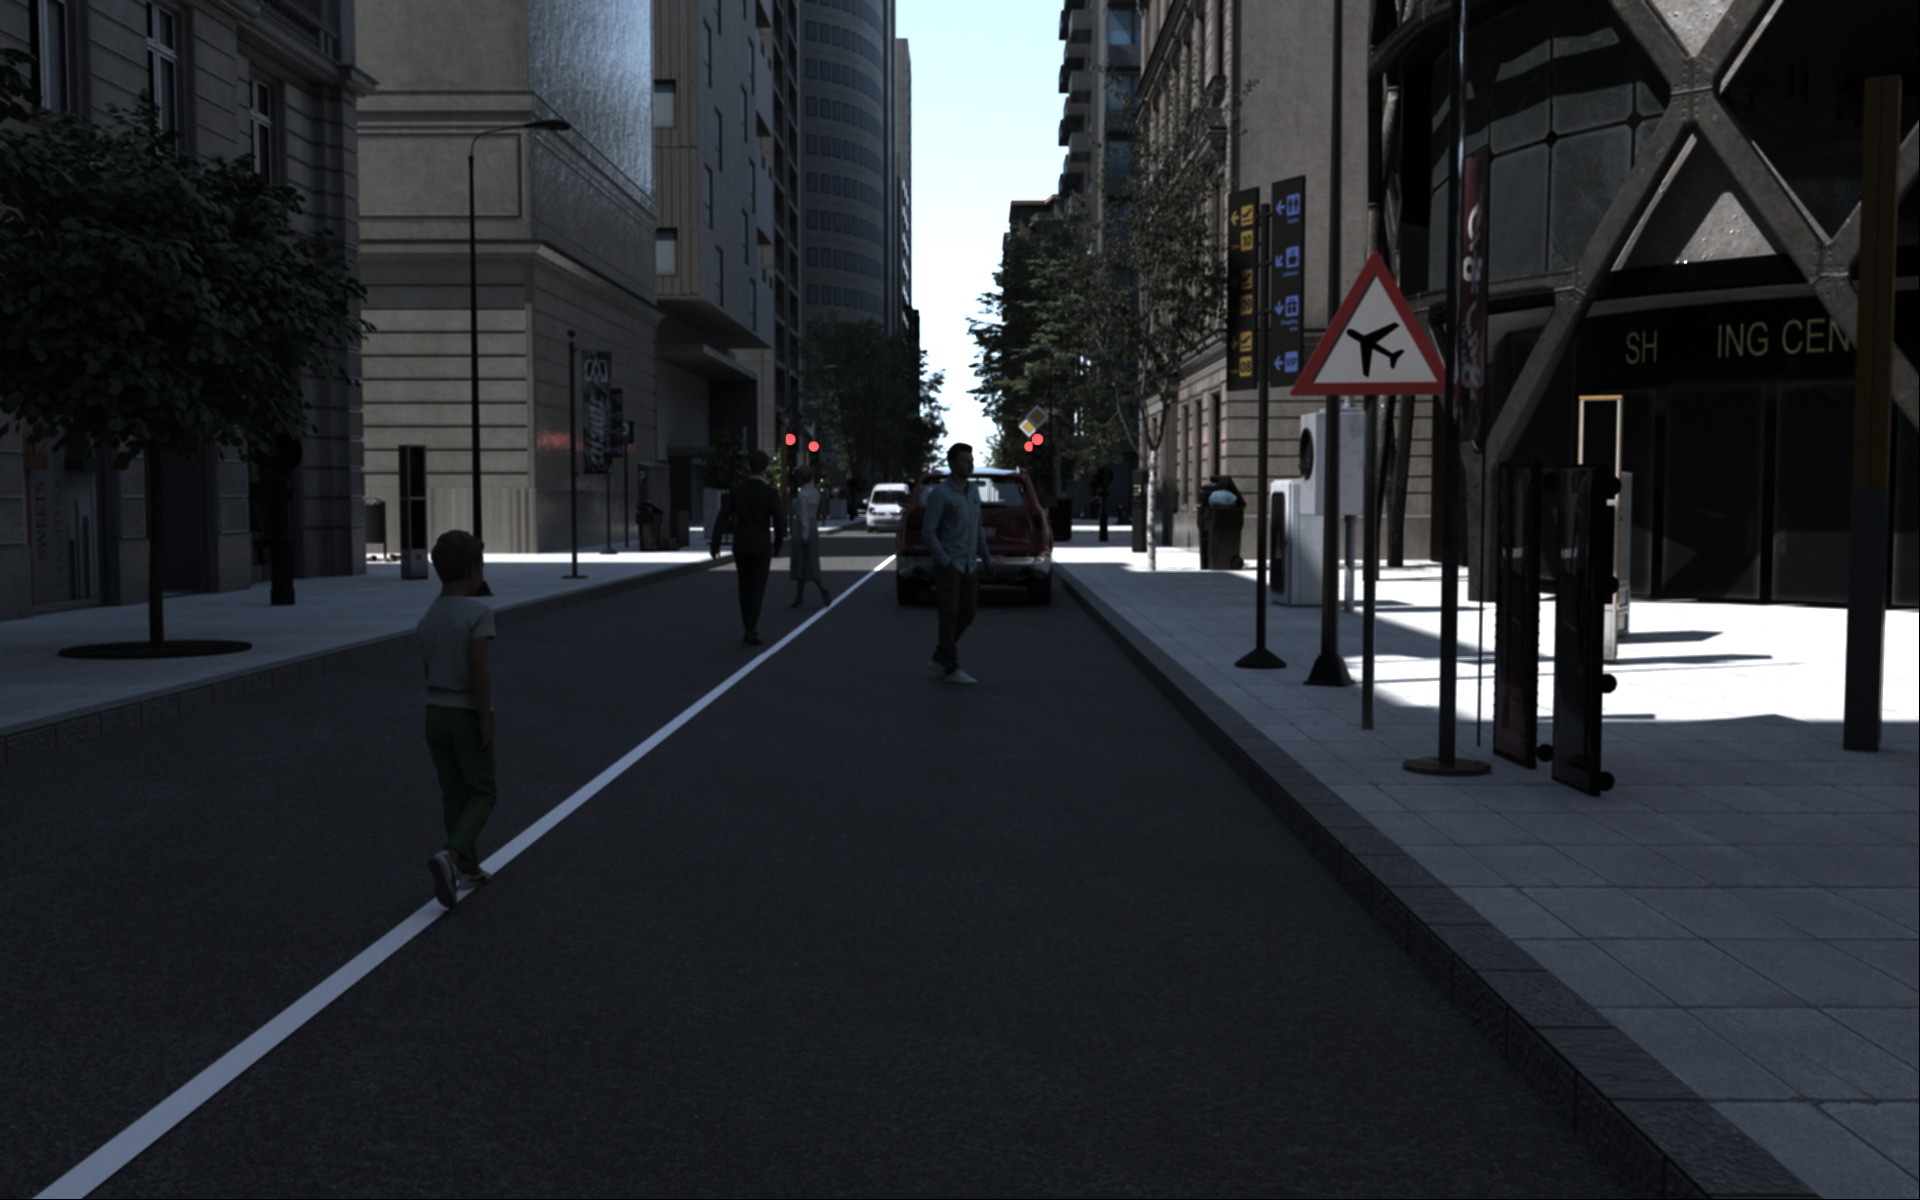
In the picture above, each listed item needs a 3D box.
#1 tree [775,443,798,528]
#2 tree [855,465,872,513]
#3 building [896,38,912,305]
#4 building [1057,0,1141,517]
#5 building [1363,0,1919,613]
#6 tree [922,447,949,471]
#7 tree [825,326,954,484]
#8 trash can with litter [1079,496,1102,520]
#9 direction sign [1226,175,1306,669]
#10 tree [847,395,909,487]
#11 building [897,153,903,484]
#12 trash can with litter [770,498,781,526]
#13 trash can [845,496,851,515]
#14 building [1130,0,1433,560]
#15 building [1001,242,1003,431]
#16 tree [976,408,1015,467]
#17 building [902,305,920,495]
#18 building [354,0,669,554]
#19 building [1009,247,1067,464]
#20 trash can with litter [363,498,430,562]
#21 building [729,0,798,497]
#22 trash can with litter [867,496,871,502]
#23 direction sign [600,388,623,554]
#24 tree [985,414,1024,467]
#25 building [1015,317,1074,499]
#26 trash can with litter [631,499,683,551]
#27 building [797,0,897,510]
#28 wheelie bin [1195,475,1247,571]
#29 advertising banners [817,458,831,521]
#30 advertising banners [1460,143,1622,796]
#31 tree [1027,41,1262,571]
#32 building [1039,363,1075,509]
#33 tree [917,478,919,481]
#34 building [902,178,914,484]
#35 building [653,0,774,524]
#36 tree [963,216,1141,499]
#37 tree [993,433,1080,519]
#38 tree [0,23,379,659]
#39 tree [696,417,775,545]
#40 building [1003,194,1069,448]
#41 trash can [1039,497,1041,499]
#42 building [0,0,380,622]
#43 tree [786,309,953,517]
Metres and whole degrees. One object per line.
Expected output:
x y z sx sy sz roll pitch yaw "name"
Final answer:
-6.891 -4.343 65.605 1.663 3.219 1.824 0 3 0 "tree"
-6.782 -7.508 117.358 1.663 3.219 1.824 0 3 0 "tree"
-15.852 -51.320 277.337 20.563 71.187 20.611 0 4 0 "building"
17.587 -29.846 107.590 23.786 49.044 30.456 0 4 0 "building"
14.053 -9.578 24.055 16.820 18.784 16.811 0 4 0 "building"
-4.980 -22.158 296.686 8.767 10.594 7.601 -2 4 -24 "tree"
-5.592 -13.695 130.566 9.857 13.997 8.962 0 3 0 "tree"
6.530 -4.613 86.804 1.055 1.170 0.624 -1 4 -12 "trash can with litter"
2.237 -1.271 12.781 0.379 3.537 0.876 -2 4 -28 "direction sign"
-5.785 -10.518 122.334 4.737 8.622 4.395 0 3 0 "tree"
-13.983 -31.690 201.722 14.154 41.232 14.086 0 4 0 "building"
-7.462 -3.515 68.525 1.678 1.210 2.233 1 4 16 "trash can with litter"
-7.018 -5.737 105.453 0.748 1.137 0.748 0 3 0 "trash can"
9.834 -10.854 42.096 10.561 19.102 19.286 0 4 0 "building"
17.787 -38.366 281.906 22.147 44.769 28.867 0 4 0 "building"
3.634 -11.758 142.610 4.737 8.622 4.395 0 3 0 "tree"
-13.206 -29.900 260.567 14.160 30.474 14.107 0 4 0 "building"
-23.272 -12.886 43.962 30.059 22.955 16.112 0 4 0 "building"
13.315 -26.417 203.623 14.160 30.474 14.107 0 4 0 "building"
-10.864 -1.339 32.955 2.233 1.210 1.678 0 4 8 "trash can with litter"
-18.859 -41.133 110.773 20.563 71.187 20.611 0 4 0 "building"
-6.797 -7.712 137.471 1.055 1.170 0.624 -1 4 -18 "trash can with litter"
-7.532 -2.754 37.031 0.379 3.537 0.876 2 4 34 "direction sign"
4.177 -10.950 129.393 4.360 8.622 3.978 0 3 0 "tree"
19.980 -20.632 182.376 27.650 21.520 28.899 0 4 0 "building"
-6.814 -1.687 38.975 1.055 1.170 0.624 -3 5 -43 "trash can with litter"
-17.681 -38.998 179.610 21.231 58.520 28.212 0 4 0 "building"
4.392 -1.302 29.203 0.693 1.594 0.980 -1 4 -22 "wheelie bin"
-6.568 -5.327 83.289 0.090 3.025 2.074 1 4 16 "advertising banners"
2.661 -0.735 8.199 0.090 3.025 2.074 0 4 -2 "advertising banners"
3.180 -4.806 28.940 4.360 8.622 3.978 0 3 0 "tree"
22.829 -28.280 154.259 32.217 40.220 23.993 0 4 0 "building"
-4.019 -16.476 253.098 4.285 4.588 4.351 0 3 0 "tree"
-18.534 -37.810 237.805 23.786 49.044 30.456 0 4 0 "building"
-22.953 -29.788 76.269 28.713 52.752 27.495 0 4 0 "building"
3.617 -9.383 71.533 7.486 12.596 7.792 0 3 0 "tree"
4.169 -5.992 81.677 4.285 4.588 4.351 0 3 0 "tree"
-6.499 -1.850 13.960 4.285 4.588 4.351 0 3 0 "tree"
-5.808 -3.017 43.934 1.663 3.219 1.824 0 3 0 "tree"
18.041 -36.567 252.488 22.147 44.769 28.867 0 4 0 "building"
4.355 -5.350 99.121 0.748 1.137 0.748 0 3 0 "trash can"
-15.489 -10.634 15.674 13.314 21.916 24.055 0 4 0 "building"
-5.910 -10.473 96.985 9.928 11.665 9.643 0 3 0 "tree"
